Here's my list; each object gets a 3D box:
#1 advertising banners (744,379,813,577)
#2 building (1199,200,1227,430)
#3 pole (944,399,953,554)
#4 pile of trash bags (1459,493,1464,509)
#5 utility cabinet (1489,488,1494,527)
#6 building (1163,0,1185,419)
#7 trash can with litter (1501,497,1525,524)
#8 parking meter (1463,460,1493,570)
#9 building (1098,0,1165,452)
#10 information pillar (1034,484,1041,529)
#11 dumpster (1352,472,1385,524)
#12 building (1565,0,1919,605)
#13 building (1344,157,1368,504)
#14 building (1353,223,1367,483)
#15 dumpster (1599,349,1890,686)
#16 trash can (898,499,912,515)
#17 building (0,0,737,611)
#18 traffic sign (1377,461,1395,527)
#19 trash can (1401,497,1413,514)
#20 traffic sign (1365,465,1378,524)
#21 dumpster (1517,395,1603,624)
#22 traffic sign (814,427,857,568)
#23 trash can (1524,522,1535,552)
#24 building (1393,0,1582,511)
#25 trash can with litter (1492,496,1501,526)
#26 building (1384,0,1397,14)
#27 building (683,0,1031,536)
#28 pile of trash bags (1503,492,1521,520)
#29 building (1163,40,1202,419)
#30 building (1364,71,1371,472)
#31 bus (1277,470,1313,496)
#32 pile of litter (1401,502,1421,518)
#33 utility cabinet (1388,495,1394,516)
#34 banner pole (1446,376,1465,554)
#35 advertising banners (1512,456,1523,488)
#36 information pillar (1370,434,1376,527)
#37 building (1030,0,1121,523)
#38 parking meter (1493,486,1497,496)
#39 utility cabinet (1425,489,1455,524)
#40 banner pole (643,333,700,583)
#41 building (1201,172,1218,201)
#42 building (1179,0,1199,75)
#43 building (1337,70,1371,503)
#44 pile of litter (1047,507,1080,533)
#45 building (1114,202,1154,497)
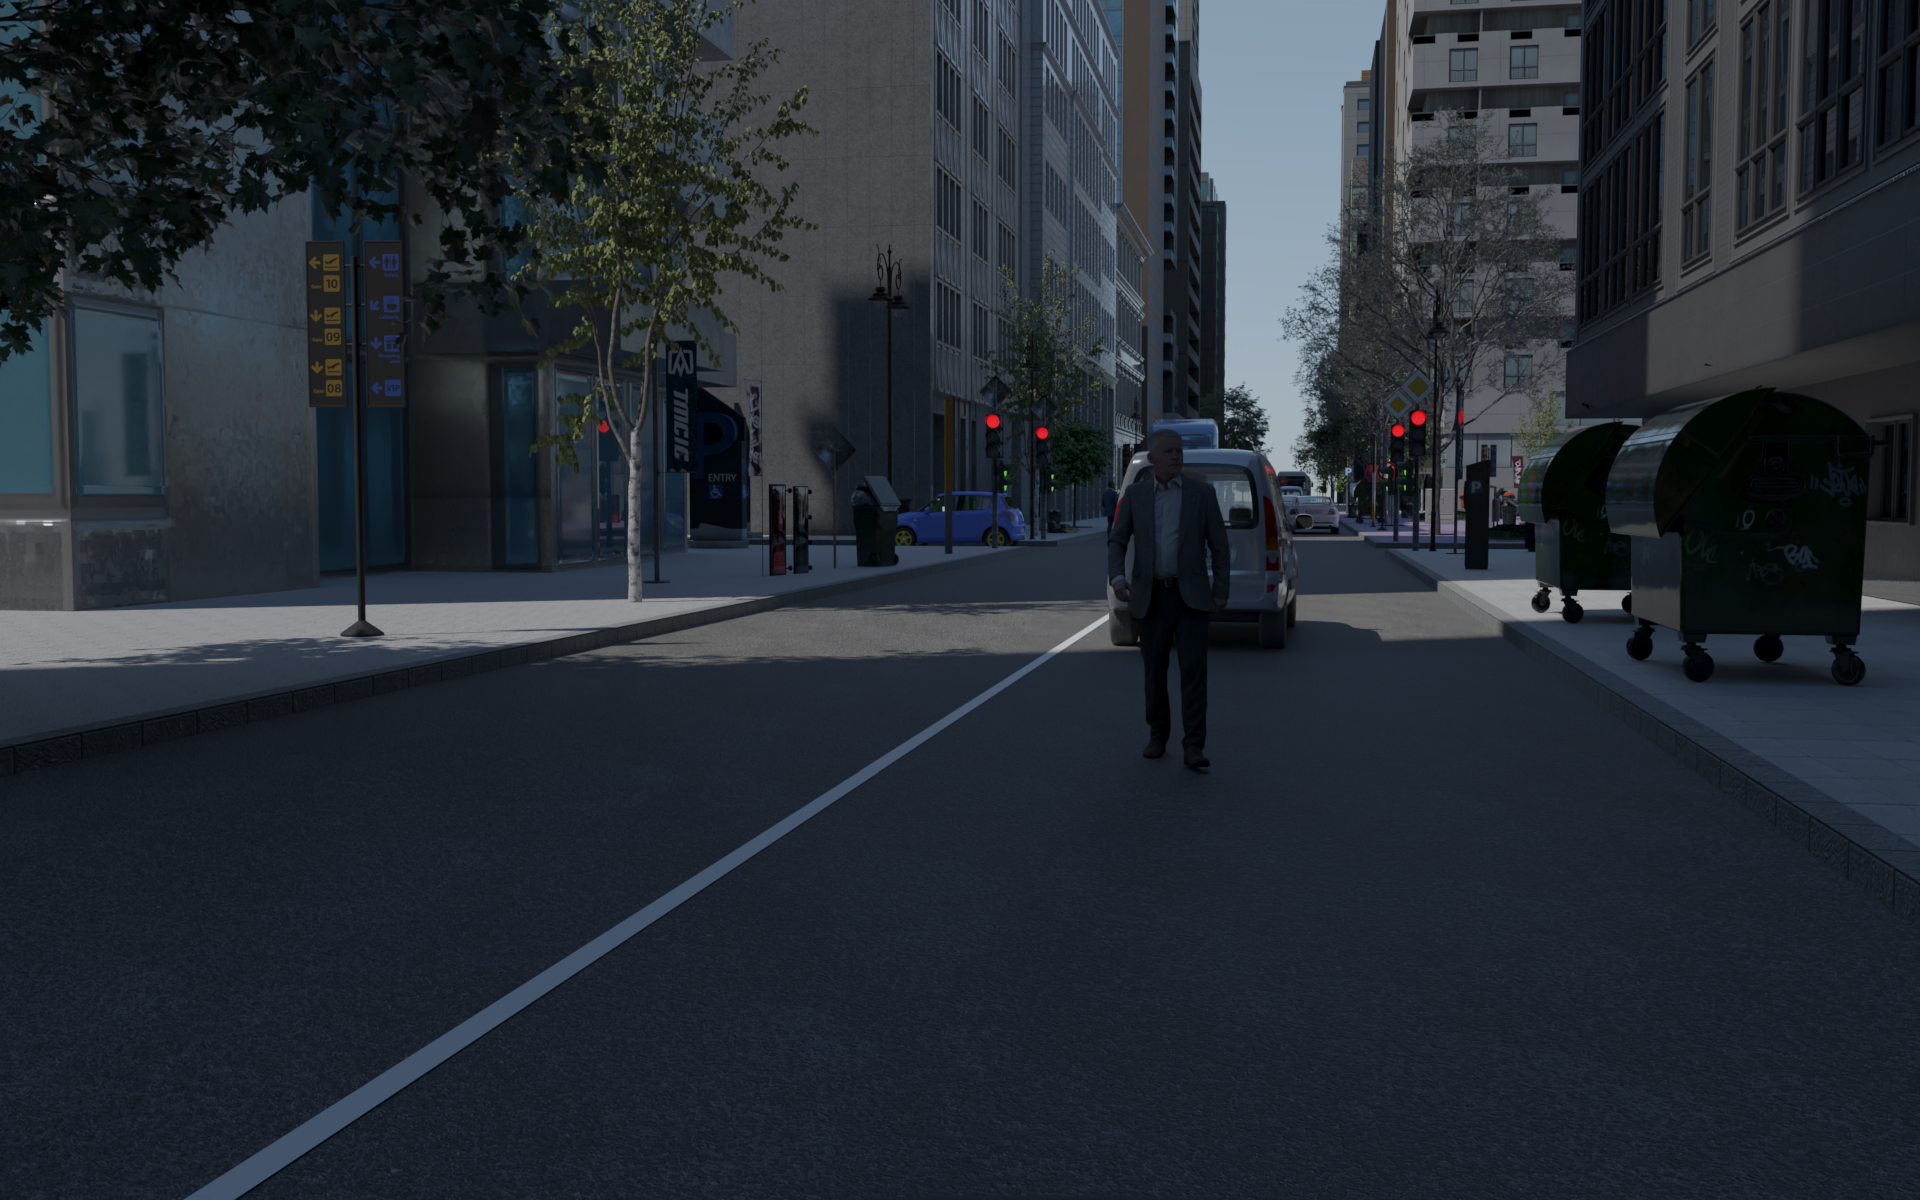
[{"bbox_3d":[-2.858,-1.900,27.255,0.090,3.025,2.074,2,4,24],"label":"advertising banners"},{"bbox_3d":[28.784,-33.786,235.993,14.154,41.232,14.086,1,4,11],"label":"building"},{"bbox_3d":[-0.247,-2.649,37.150,0.158,3.312,0.155,0,3,0],"label":"pole"},{"bbox_3d":[30.223,-5.447,98.816,3.447,1.369,1.912,0,4,0],"label":"pile of trash bags"},{"bbox_3d":[19.555,-3.404,64.335,0.318,1.500,1.173,2,4,26],"label":"utility cabinet"},{"bbox_3d":[9.172,-51.358,152.373,22.319,86.520,31.000,1,4,11],"label":"building"},{"bbox_3d":[19.818,-3.075,61.664,1.055,1.170,0.624,2,4,34],"label":"trash can with litter"},{"bbox_3d":[8.791,-1.454,29.491,0.399,1.863,0.255,2,4,28],"label":"parking meter"},{"bbox_3d":[7.945,-29.405,130.888,14.600,45.320,14.200,1,4,11],"label":"building"},{"bbox_3d":[2.722,-3.525,62.119,0.304,2.012,0.304,-1,4,-13],"label":"information pillar"},{"bbox_3d":[17.987,-4.489,75.893,1.502,2.255,1.985,1,4,11],"label":"dumpster"},{"bbox_3d":[17.046,-13.977,22.030,14.314,27.812,24.014,1,4,11],"label":"building"},{"bbox_3d":[54.693,-32.302,211.724,14.154,41.232,14.086,1,4,11],"label":"building"},{"bbox_3d":[48.873,-25.167,183.188,14.160,30.474,14.107,1,4,11],"label":"building"},{"bbox_3d":[5.582,-0.608,12.427,1.502,2.255,1.985,1,4,11],"label":"dumpster"},{"bbox_3d":[-1.712,-2.272,48.798,0.748,1.137,0.748,0,3,0],"label":"trash can"},{"bbox_3d":[-20.294,-25.073,29.552,30.456,49.044,23.786,1,4,11],"label":"building"},{"bbox_3d":[16.378,-4.061,66.510,0.768,2.556,0.104,1,4,12],"label":"traffic sign"},{"bbox_3d":[25.219,-5.268,97.791,0.748,1.137,0.748,0,3,0],"label":"trash can"},{"bbox_3d":[17.872,-4.563,74.705,0.768,2.556,0.104,1,4,19],"label":"traffic sign"},{"bbox_3d":[6.614,-0.934,17.765,1.502,2.255,1.985,1,4,11],"label":"dumpster"},{"bbox_3d":[-2.155,-1.751,29.819,0.795,2.450,0.064,1,4,18],"label":"traffic sign"},{"bbox_3d":[12.872,-1.641,38.491,0.748,1.137,0.748,0,3,0],"label":"trash can"},{"bbox_3d":[47.413,-33.163,131.451,28.713,52.752,27.495,1,4,11],"label":"building"},{"bbox_3d":[18.545,-2.950,59.297,1.678,1.210,2.233,2,4,30],"label":"trash can with litter"},{"bbox_3d":[44.309,-30.789,153.510,14.600,45.320,14.200,1,4,11],"label":"building"},{"bbox_3d":[-4.894,-14.975,62.860,12.078,24.808,19.932,1,4,11],"label":"building"},{"bbox_3d":[28.638,-4.682,86.297,3.447,1.369,1.912,-1,4,-14],"label":"pile of trash bags"},{"bbox_3d":[13.770,-34.071,180.757,21.300,48.544,21.600,1,4,11],"label":"building"},{"bbox_3d":[46.684,-31.644,167.488,14.600,45.320,14.200,1,4,11],"label":"building"},{"bbox_3d":[28.061,-9.210,145.443,2.948,3.499,13.247,1,4,13],"label":"bus"},{"bbox_3d":[24.115,-4.763,91.847,1.719,0.858,1.176,-2,4,-24],"label":"pile of litter"},{"bbox_3d":[24.849,-5.425,99.861,0.306,1.237,1.020,0,4,8],"label":"utility cabinet"},{"bbox_3d":[10.580,-2.857,36.725,0.401,3.779,0.863,0,4,5],"label":"banner pole"},{"bbox_3d":[26.235,-5.071,79.096,2.074,3.025,0.090,1,4,11],"label":"advertising banners"},{"bbox_3d":[16.129,-4.656,67.472,0.183,3.616,0.504,1,4,18],"label":"information pillar"},{"bbox_3d":[0.943,-18.922,86.863,11.434,29.767,29.804,1,4,11],"label":"building"},{"bbox_3d":[34.449,-6.492,111.861,0.399,1.863,0.255,3,4,36],"label":"parking meter"},{"bbox_3d":[20.458,-3.984,73.821,1.173,1.500,0.318,1,4,11],"label":"utility cabinet"},{"bbox_3d":[-4.152,-2.133,24.896,0.863,3.779,0.401,1,4,8],"label":"banner pole"},{"bbox_3d":[27.995,-39.093,258.773,23.786,49.044,30.456,1,4,11],"label":"building"},{"bbox_3d":[21.693,-47.741,218.816,20.563,71.187,20.611,1,4,11],"label":"building"},{"bbox_3d":[64.657,-43.072,246.225,21.231,58.520,28.212,1,4,11],"label":"building"},{"bbox_3d":[3.381,-2.646,57.226,1.176,0.858,1.719,1,4,18],"label":"pile of litter"},{"bbox_3d":[5.819,-16.874,112.042,11.583,22.565,21.152,1,4,11],"label":"building"}]
